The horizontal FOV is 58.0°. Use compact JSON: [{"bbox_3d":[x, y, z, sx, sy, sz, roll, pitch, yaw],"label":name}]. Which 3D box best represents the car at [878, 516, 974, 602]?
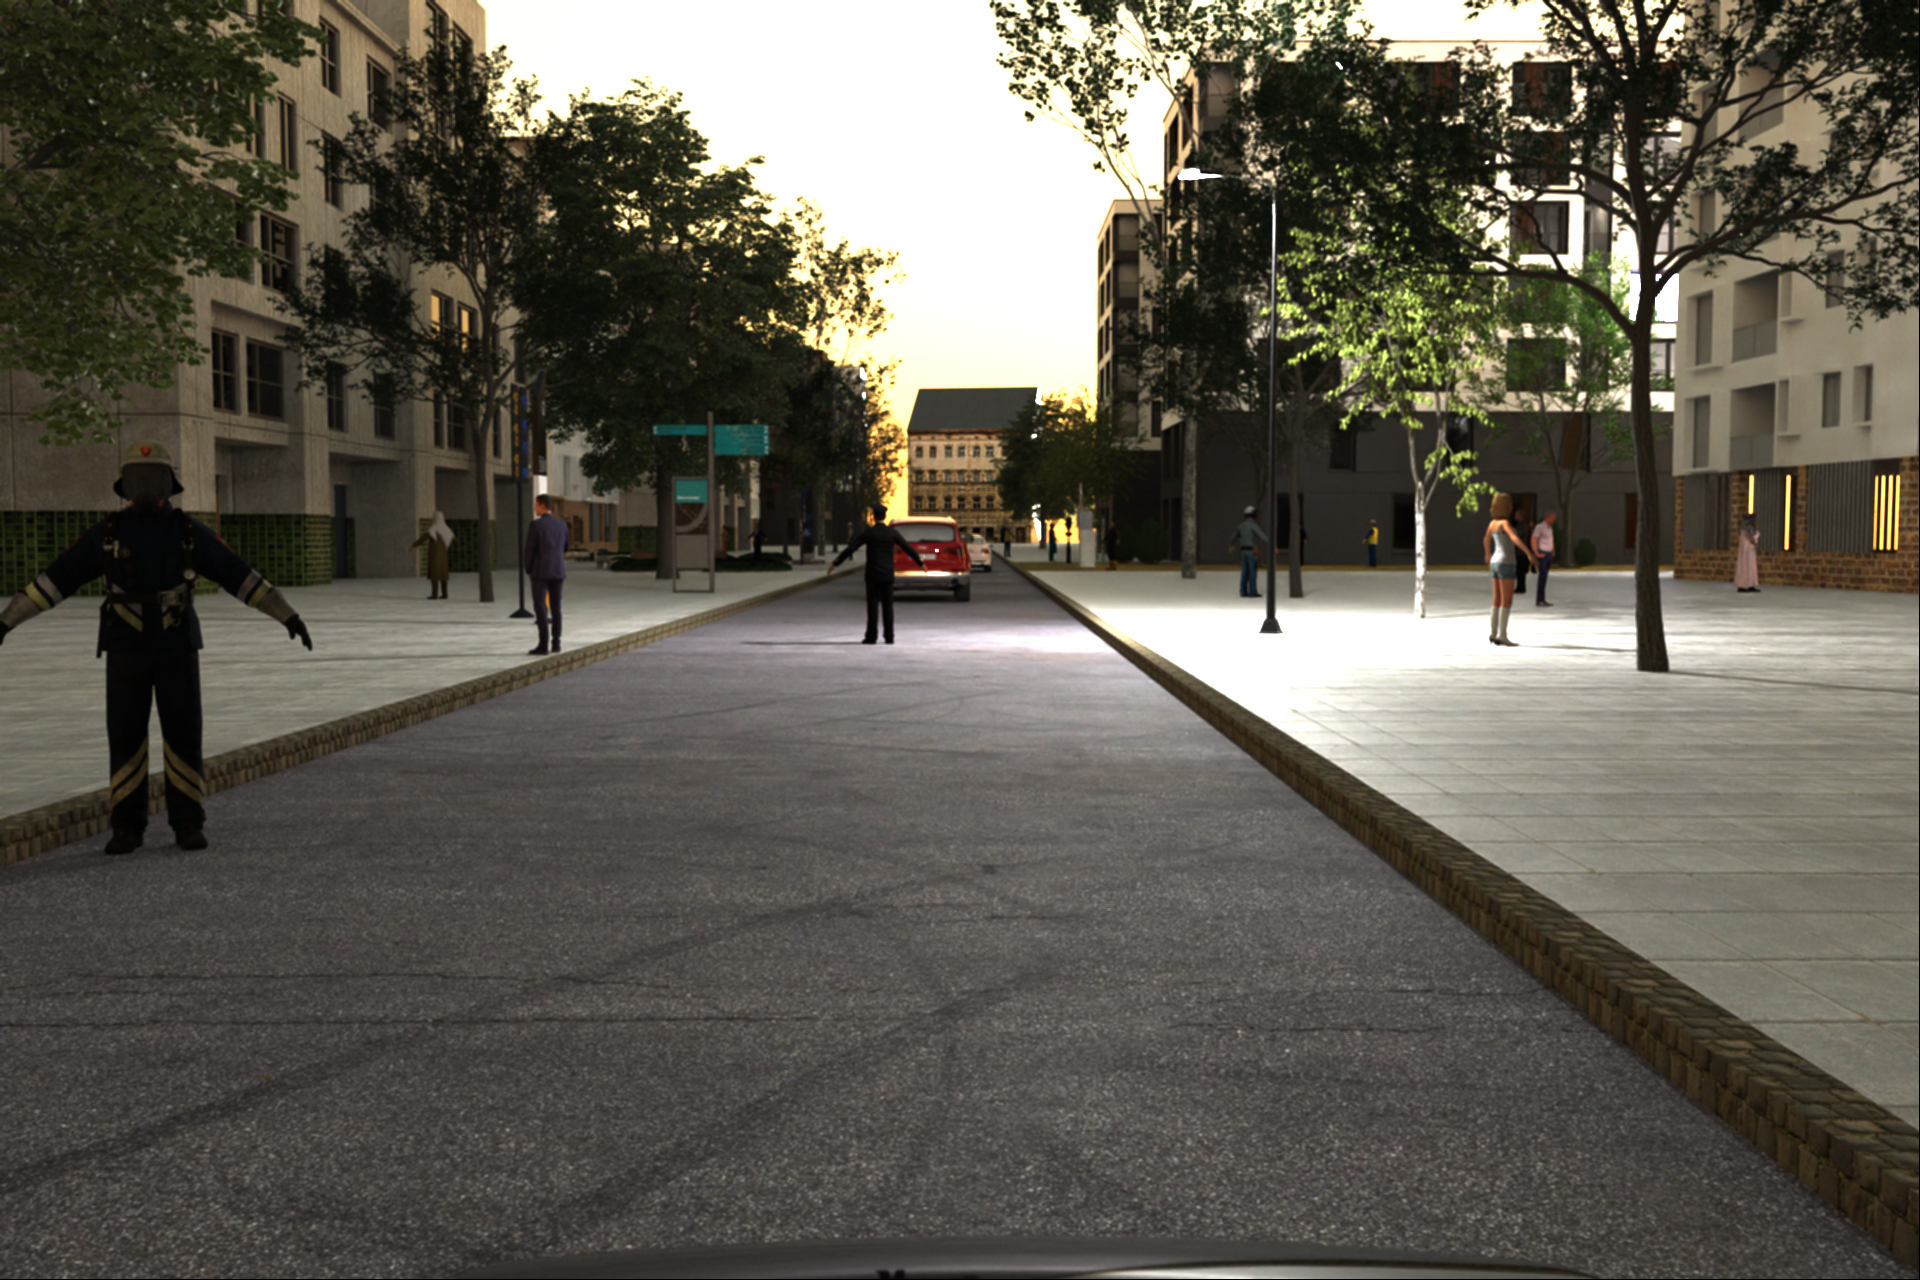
[{"bbox_3d":[-0.819,-1.807,38.211,2.281,1.827,5.304,0,4,-1],"label":"car"}]

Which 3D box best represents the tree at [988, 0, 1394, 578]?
[{"bbox_3d":[8.083,-11.829,49.291,12.611,20.169,13.585,0,3,0],"label":"tree"}]

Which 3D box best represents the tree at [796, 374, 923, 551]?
[{"bbox_3d":[-7.872,-13.589,132.554,12.009,13.543,11.850,0,3,0],"label":"tree"}]

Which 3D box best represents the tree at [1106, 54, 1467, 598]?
[{"bbox_3d":[6.456,-6.128,34.613,7.601,10.594,8.767,-1,4,-14],"label":"tree"}]

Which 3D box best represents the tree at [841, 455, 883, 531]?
[{"bbox_3d":[-8.414,-12.870,160.794,4.360,8.622,3.978,0,3,0],"label":"tree"}]

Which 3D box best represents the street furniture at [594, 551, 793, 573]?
[{"bbox_3d":[-9.857,-2.808,61.530,5.734,0.657,10.072,-1,4,-22],"label":"street furniture"}]

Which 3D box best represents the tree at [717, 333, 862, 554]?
[{"bbox_3d":[-8.362,-8.931,80.433,8.767,10.594,7.601,2,4,34],"label":"tree"}]

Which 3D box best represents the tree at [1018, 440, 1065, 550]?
[{"bbox_3d":[6.738,-11.377,136.382,4.737,8.622,4.395,0,3,0],"label":"tree"}]

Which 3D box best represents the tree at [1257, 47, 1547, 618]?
[{"bbox_3d":[6.833,-4.625,25.974,4.737,8.622,4.395,0,3,0],"label":"tree"}]

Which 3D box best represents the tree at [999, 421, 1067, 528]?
[{"bbox_3d":[7.458,-14.939,162.385,7.486,12.596,7.792,0,3,0],"label":"tree"}]

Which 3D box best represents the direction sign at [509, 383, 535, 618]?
[{"bbox_3d":[-6.734,-2.112,26.526,0.379,3.537,0.876,0,4,0],"label":"direction sign"}]

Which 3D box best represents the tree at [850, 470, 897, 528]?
[{"bbox_3d":[-7.666,-12.276,151.068,4.737,8.622,4.395,0,3,0],"label":"tree"}]

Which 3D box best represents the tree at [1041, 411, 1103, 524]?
[{"bbox_3d":[7.060,-9.317,102.697,4.737,8.622,4.395,0,3,0],"label":"tree"}]

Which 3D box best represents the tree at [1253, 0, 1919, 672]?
[{"bbox_3d":[6.181,-4.994,16.058,7.601,10.594,8.767,1,4,18],"label":"tree"}]

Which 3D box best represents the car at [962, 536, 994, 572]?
[{"bbox_3d":[0.271,-3.304,66.375,2.083,1.381,4.827,0,4,0],"label":"car"}]

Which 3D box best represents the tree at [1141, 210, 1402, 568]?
[{"bbox_3d":[11.461,-9.496,65.627,12.009,13.543,11.850,0,3,0],"label":"tree"}]

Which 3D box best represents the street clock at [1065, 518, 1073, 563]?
[{"bbox_3d":[4.751,-4.354,75.754,0.358,2.002,0.471,0,4,-1],"label":"street clock"}]

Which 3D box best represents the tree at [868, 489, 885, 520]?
[{"bbox_3d":[-14.361,-19.663,255.894,7.601,10.594,8.767,0,4,-2],"label":"tree"}]

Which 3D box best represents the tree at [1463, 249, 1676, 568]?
[{"bbox_3d":[22.657,-8.498,64.698,9.928,11.665,9.643,0,3,0],"label":"tree"}]

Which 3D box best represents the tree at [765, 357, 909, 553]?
[{"bbox_3d":[-8.467,-12.772,119.188,12.009,13.543,11.850,0,3,0],"label":"tree"}]

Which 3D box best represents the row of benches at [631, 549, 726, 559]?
[{"bbox_3d":[-11.867,-3.492,72.561,4.104,0.672,1.422,-1,4,-22],"label":"row of benches"}]

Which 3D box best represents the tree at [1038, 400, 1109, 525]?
[{"bbox_3d":[6.506,-8.768,93.714,4.737,8.622,4.395,0,3,0],"label":"tree"}]

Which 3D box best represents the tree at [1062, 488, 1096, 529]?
[{"bbox_3d":[18.176,-20.447,252.439,7.486,12.596,7.792,0,3,0],"label":"tree"}]

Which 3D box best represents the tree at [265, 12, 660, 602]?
[{"bbox_3d":[-9.184,-5.979,32.163,8.767,10.594,7.601,3,5,42],"label":"tree"}]

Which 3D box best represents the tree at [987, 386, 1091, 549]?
[{"bbox_3d":[7.094,-14.883,149.985,9.857,13.997,8.962,0,3,0],"label":"tree"}]

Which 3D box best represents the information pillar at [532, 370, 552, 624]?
[{"bbox_3d":[-5.955,-2.033,24.592,0.183,3.616,0.504,0,3,0],"label":"information pillar"}]

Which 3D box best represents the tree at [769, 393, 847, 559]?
[{"bbox_3d":[-7.870,-8.432,88.222,4.737,8.622,4.395,0,3,0],"label":"tree"}]

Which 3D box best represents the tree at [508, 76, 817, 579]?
[{"bbox_3d":[-8.331,-8.709,49.049,9.857,13.997,8.962,0,3,0],"label":"tree"}]

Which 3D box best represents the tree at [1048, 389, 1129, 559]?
[{"bbox_3d":[6.710,-8.368,87.179,4.737,8.622,4.395,0,3,0],"label":"tree"}]

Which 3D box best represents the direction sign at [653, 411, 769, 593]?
[{"bbox_3d":[-5.416,-3.034,38.362,2.525,3.948,1.411,0,4,1],"label":"direction sign"}]

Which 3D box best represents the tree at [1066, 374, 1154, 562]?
[{"bbox_3d":[6.818,-7.985,80.918,4.737,8.622,4.395,0,3,0],"label":"tree"}]

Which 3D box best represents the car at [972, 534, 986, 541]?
[{"bbox_3d":[0.931,-7.181,127.626,2.015,1.641,3.980,0,4,0],"label":"car"}]

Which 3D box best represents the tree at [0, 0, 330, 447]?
[{"bbox_3d":[-9.502,-5.912,14.795,7.486,12.596,7.792,0,3,0],"label":"tree"}]

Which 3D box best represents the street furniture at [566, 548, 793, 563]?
[{"bbox_3d":[-12.834,-3.833,78.297,10.072,0.657,5.734,1,4,10],"label":"street furniture"}]

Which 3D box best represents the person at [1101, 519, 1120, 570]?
[{"bbox_3d":[5.390,-3.392,61.600,0.704,1.812,1.346,-1,4,-21],"label":"person"}]

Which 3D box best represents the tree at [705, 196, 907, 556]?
[{"bbox_3d":[-9.176,-14.937,100.117,12.611,20.169,13.585,0,3,0],"label":"tree"}]

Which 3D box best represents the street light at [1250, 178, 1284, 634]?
[{"bbox_3d":[4.547,-3.033,22.133,1.470,5.913,1.316,0,3,0],"label":"street light"}]
